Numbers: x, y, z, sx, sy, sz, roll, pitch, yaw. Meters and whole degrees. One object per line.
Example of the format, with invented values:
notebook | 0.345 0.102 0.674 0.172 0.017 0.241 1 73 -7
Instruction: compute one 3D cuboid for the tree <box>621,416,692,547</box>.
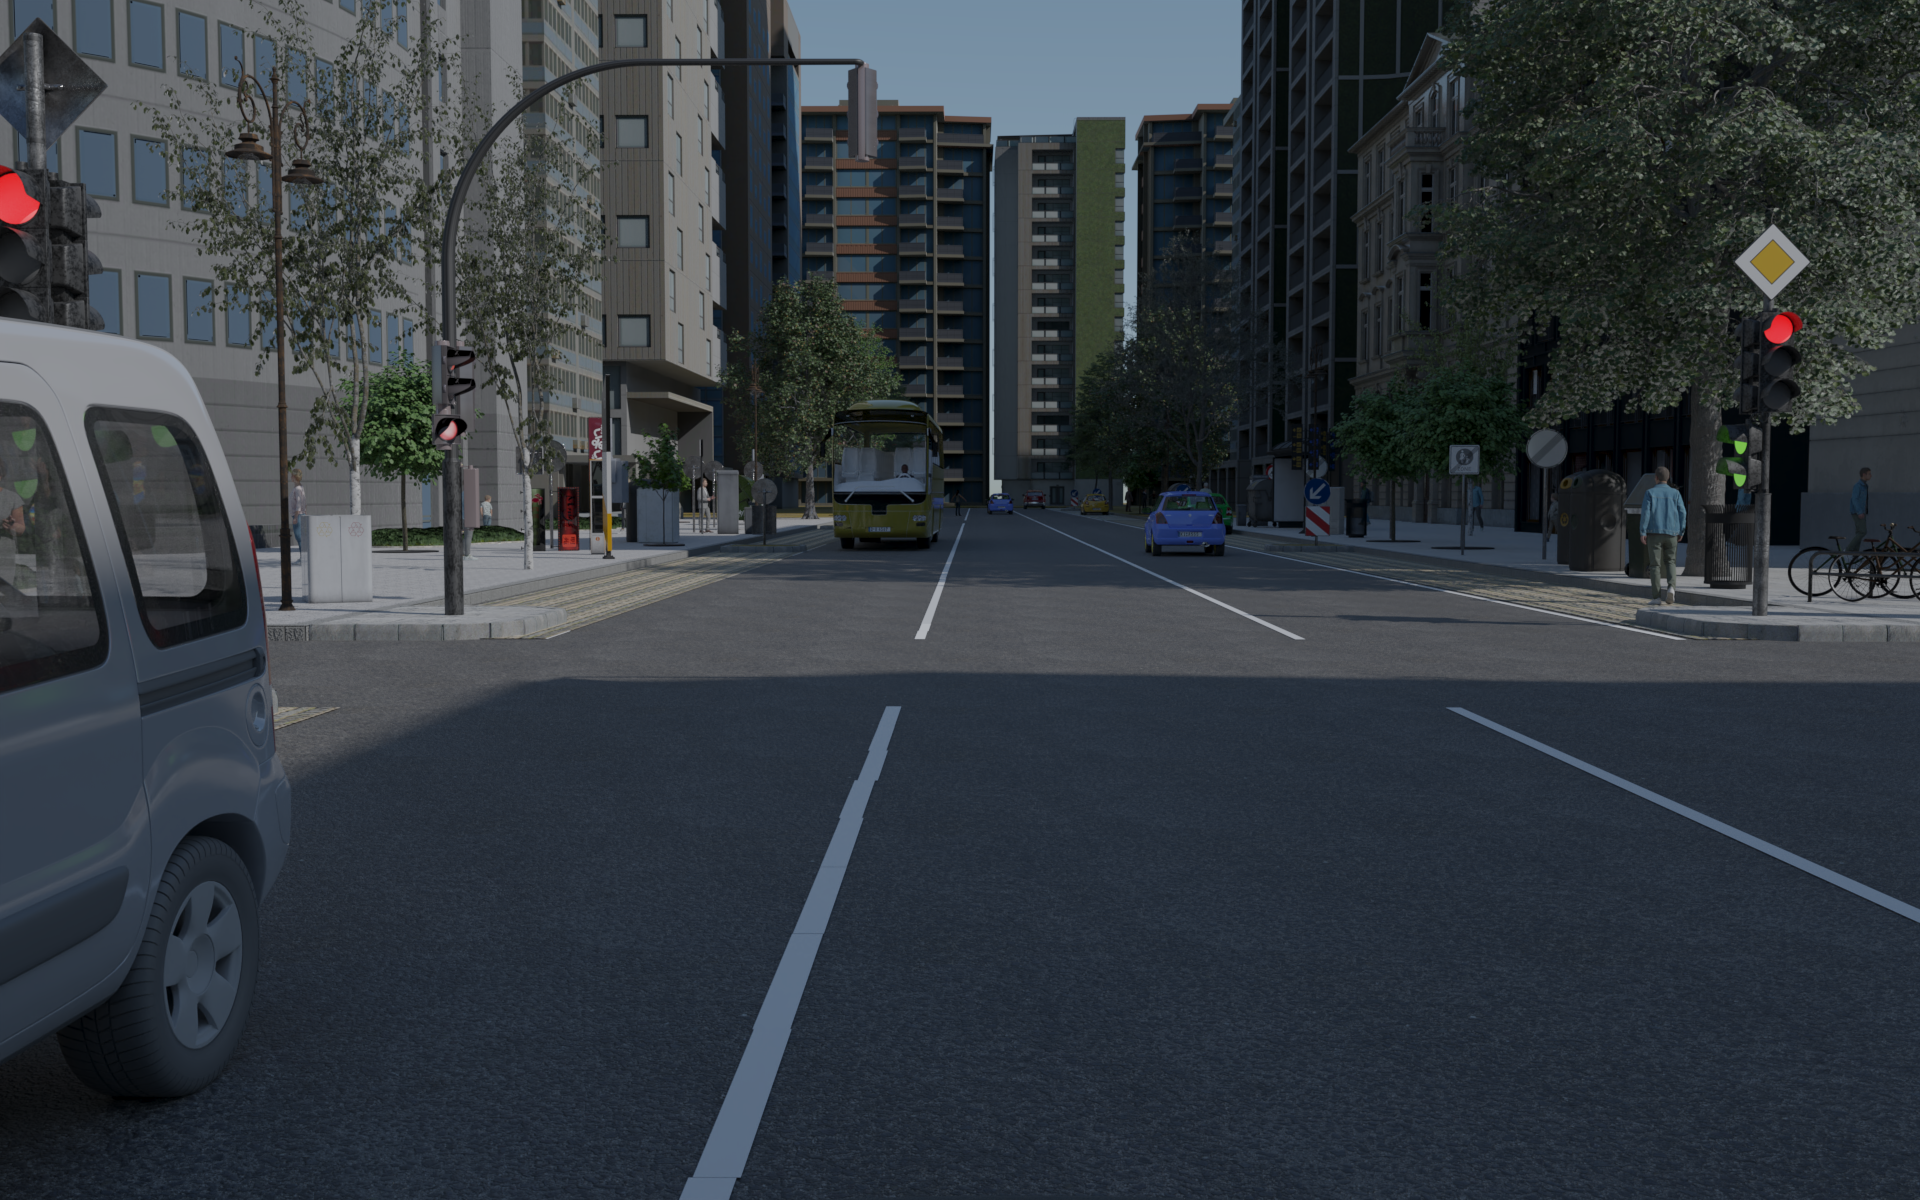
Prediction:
tree | -7.260 -2.948 42.797 1.663 3.219 1.824 0 3 0

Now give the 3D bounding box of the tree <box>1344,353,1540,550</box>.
tree | 11.797 -3.465 40.366 4.285 4.588 4.351 0 3 0

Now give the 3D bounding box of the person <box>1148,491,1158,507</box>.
person | 19.430 -10.069 173.645 1.217 1.766 0.721 0 4 -3

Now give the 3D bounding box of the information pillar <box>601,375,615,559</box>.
information pillar | -6.985 -2.623 34.243 0.183 3.616 0.504 -1 4 -22

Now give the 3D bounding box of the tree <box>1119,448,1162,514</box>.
tree | 11.448 -7.782 110.943 4.285 4.588 4.351 0 3 0

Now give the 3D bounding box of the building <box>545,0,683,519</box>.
building | -30.401 -23.808 81.139 32.217 40.220 23.993 0 4 0

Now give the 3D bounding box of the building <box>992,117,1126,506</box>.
building | 10.702 -31.046 191.196 14.086 41.232 14.154 0 4 0

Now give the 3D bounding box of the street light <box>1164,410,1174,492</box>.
street light | 11.163 -7.348 92.925 0.468 5.910 1.993 0 4 0

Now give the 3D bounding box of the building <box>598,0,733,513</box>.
building | -29.476 -31.683 107.261 28.713 52.752 27.495 0 4 0

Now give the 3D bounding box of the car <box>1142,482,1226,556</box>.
car | 5.319 -1.937 41.257 1.945 1.707 3.694 0 4 2

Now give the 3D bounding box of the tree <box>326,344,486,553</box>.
tree | -12.176 -3.329 38.149 4.285 4.588 4.351 0 3 0

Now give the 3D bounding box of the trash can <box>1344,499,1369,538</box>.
trash can | 11.666 -2.404 50.955 0.748 1.137 0.748 0 3 0

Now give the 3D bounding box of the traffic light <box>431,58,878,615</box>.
traffic light | -3.253 -2.667 18.271 4.771 5.953 1.251 0 4 0

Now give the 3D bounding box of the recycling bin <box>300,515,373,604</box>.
recycling bin | -7.454 -0.498 20.702 0.722 1.027 0.722 -2 4 -27

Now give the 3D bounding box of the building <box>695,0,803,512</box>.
building | -21.799 -30.793 153.571 14.200 45.320 14.600 0 4 0

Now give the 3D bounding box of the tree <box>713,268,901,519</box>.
tree | -7.732 -10.484 88.425 9.611 12.733 9.660 0 3 0

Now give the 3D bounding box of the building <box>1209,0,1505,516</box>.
building | 29.840 -41.992 124.825 20.563 71.187 20.611 0 4 0

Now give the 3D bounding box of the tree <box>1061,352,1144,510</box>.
tree | 11.810 -13.514 139.080 7.486 12.596 7.792 0 3 0

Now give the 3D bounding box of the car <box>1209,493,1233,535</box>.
car | 8.651 -3.263 62.141 1.959 1.807 4.718 0 4 0

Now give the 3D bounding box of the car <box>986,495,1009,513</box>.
car | 2.918 -7.369 130.275 2.009 1.686 4.222 0 4 2

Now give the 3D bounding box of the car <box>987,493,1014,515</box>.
car | 2.857 -6.881 122.100 1.945 1.707 3.694 0 4 -1

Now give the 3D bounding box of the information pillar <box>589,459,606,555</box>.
information pillar | -7.671 -1.969 36.682 0.304 2.012 0.304 0 4 -8

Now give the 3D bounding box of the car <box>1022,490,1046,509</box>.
car | 7.065 -9.534 164.548 2.281 1.827 5.304 0 4 1

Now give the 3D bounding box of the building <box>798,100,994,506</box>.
building | -10.738 -33.073 195.361 28.867 44.769 22.147 0 4 0

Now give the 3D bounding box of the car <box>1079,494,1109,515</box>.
car | 9.081 -6.527 116.933 2.015 1.641 3.980 0 4 0

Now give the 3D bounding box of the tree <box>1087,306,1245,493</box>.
tree | 12.132 -11.331 102.266 9.611 12.733 9.660 0 3 0

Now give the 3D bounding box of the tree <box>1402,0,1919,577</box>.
tree | 11.616 -7.334 26.563 9.857 13.997 8.962 0 3 0

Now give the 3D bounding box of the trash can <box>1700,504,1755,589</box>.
trash can | 10.446 -0.726 23.529 0.748 1.137 0.748 0 3 0

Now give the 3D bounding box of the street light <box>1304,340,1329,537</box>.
street light | 10.674 -4.848 52.046 0.468 5.910 1.993 0 4 0

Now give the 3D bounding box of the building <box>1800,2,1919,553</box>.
building | 30.546 -15.002 32.679 23.554 28.519 14.401 0 4 0

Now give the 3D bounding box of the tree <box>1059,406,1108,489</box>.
tree | 12.255 -13.438 154.117 7.601 10.594 8.767 2 4 33

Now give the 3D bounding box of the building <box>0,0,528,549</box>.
building | -26.073 -30.856 46.502 21.231 58.520 28.212 0 4 0

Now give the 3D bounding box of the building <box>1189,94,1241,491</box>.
building | 36.450 -27.925 148.458 32.217 40.220 23.993 0 4 0

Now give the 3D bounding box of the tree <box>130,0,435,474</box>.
tree | -8.278 -4.430 22.796 4.360 8.622 3.978 0 3 0

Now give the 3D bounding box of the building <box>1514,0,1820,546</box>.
building | 24.899 -13.485 50.159 12.332 23.373 15.834 0 4 0

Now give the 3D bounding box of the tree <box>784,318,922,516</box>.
tree | -7.170 -10.826 102.768 9.928 11.665 9.643 0 3 0

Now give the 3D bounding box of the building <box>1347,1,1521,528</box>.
building | 26.077 -15.673 75.341 14.460 24.649 34.723 0 4 0

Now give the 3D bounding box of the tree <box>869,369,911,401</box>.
tree | -7.182 -14.552 156.051 7.486 12.596 7.792 0 3 0

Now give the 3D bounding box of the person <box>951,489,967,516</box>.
person | -0.085 -6.379 113.517 1.217 1.735 0.721 3 4 36

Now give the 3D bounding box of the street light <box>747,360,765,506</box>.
street light | -7.035 -5.315 59.689 0.468 5.910 1.993 0 4 0

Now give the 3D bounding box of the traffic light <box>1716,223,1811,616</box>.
traffic light | 8.415 -1.788 18.150 0.839 4.253 0.868 0 4 0

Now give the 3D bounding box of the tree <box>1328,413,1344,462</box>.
tree | 11.623 -3.839 46.478 4.285 4.588 4.351 0 3 0

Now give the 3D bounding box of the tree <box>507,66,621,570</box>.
tree | -7.493 -4.812 29.036 4.360 8.622 3.978 0 3 0

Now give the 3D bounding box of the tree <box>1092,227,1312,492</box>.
tree | 11.041 -10.399 80.388 12.009 13.543 11.850 0 3 0

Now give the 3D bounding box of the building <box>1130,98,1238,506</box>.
building | 32.609 -33.007 194.294 28.867 44.769 22.147 0 4 0

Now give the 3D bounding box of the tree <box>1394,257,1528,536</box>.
tree | 15.507 -6.280 53.042 4.737 8.622 4.395 0 3 0

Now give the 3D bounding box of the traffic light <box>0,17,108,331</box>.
traffic light | -5.415 -1.306 10.269 0.839 4.253 0.868 0 4 0

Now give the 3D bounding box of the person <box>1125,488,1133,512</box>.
person | 12.154 -7.218 124.602 0.434 1.755 0.990 -2 4 -28

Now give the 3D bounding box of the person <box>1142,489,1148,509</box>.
person | 15.288 -8.351 143.384 0.445 1.727 0.742 1 4 20

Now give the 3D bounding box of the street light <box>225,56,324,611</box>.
street light | -7.416 -2.821 18.905 0.468 5.910 1.993 0 4 0

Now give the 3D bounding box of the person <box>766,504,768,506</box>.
person | -13.496 -6.937 119.981 1.217 1.766 0.721 2 4 32
